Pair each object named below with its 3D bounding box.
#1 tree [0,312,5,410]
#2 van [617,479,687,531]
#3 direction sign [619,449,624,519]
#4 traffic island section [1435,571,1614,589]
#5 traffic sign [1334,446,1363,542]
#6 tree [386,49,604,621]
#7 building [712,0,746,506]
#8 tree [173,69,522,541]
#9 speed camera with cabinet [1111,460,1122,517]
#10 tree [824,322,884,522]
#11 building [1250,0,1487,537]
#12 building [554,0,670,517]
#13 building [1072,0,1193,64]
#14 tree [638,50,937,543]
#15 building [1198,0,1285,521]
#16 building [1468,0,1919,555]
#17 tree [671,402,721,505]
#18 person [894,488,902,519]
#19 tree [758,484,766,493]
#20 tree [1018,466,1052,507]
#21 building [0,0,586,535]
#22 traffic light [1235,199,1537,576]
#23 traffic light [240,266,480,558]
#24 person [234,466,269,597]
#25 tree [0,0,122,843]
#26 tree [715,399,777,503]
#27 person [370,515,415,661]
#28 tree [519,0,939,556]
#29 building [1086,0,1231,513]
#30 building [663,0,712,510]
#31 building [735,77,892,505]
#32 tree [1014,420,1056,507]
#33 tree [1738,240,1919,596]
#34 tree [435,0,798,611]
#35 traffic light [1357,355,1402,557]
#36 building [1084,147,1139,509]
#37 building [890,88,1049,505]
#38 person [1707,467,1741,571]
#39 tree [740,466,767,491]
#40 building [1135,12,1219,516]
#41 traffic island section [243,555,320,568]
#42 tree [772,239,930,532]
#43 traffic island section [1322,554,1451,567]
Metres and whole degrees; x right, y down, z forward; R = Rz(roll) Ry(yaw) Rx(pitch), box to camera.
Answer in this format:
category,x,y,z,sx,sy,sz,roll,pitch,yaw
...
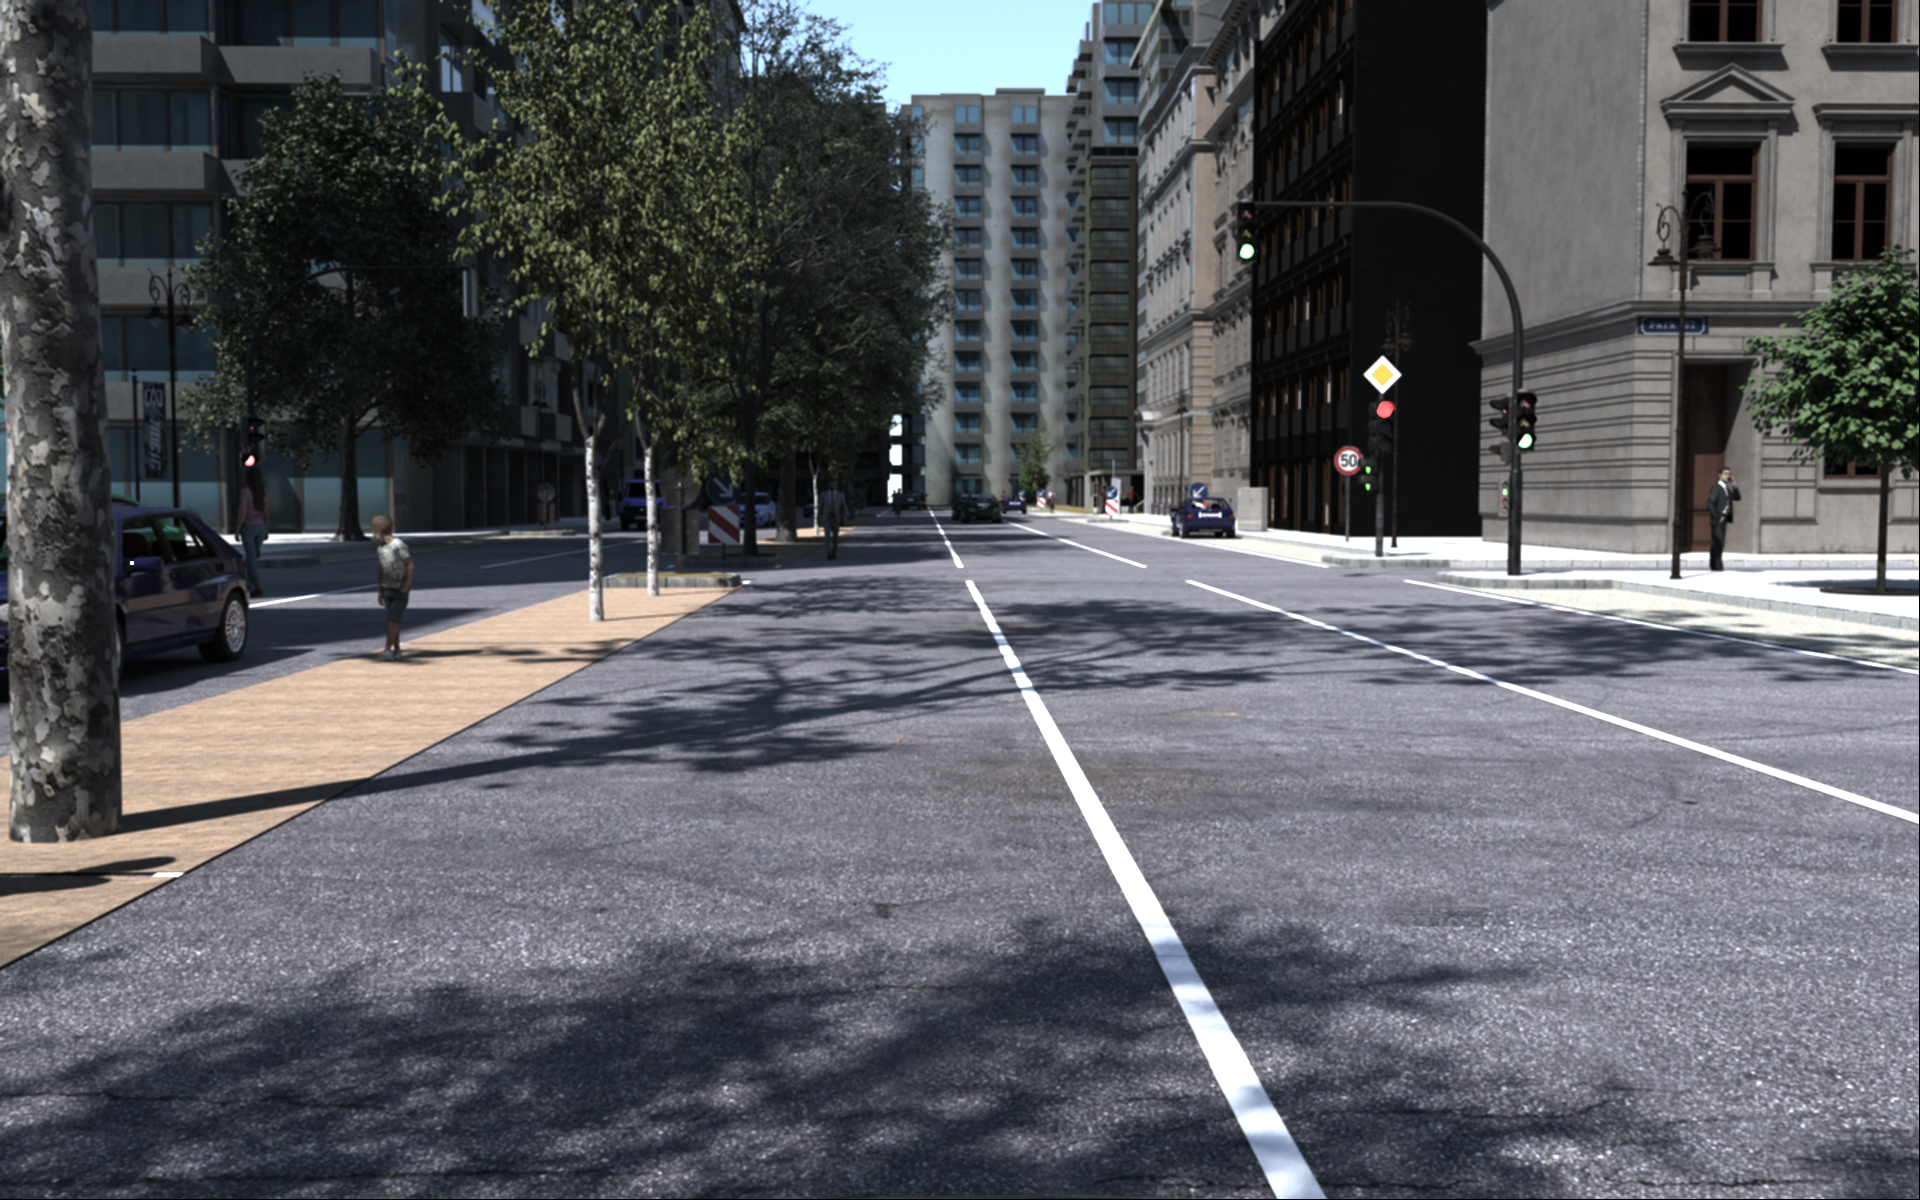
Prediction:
category,x,y,z,sx,sy,sz,roll,pitch,yaw
tree,-27.494,-5.988,48.273,4.737,8.622,4.395,0,3,0
van,-12.319,-3.988,69.587,2.240,2.365,5.245,0,3,0
direction sign,-17.095,-5.845,87.559,0.379,3.537,0.876,-2,4,-25
traffic island section,8.736,-0.306,27.289,2.009,0.180,2.903,0,4,-1
traffic sign,10.326,-2.813,46.106,0.768,2.556,0.104,0,4,0
tree,-4.031,-4.044,18.935,4.737,8.622,4.395,0,3,0
building,-35.602,-35.442,168.708,27.495,52.752,28.713,0,4,-1
tree,-16.571,-7.952,47.016,9.611,12.733,9.660,0,3,0
speed camera with cabinet,8.966,-6.427,99.421,0.660,3.252,2.038,1,4,9
tree,-4.854,-6.475,58.681,4.737,8.622,4.395,0,3,0
building,17.578,-14.021,58.928,12.332,23.373,15.834,0,4,-1
building,-27.665,-26.456,116.154,14.154,41.232,14.086,0,4,-1
building,21.961,-33.597,168.925,23.786,49.044,30.456,0,4,-1
tree,-5.112,-8.646,50.480,9.857,13.997,8.962,0,3,0
building,19.420,-17.803,78.474,14.401,28.519,23.554,0,4,-1
building,23.903,-12.543,41.242,21.152,22.565,11.583,0,4,-1
tree,-18.189,-10.389,120.230,4.360,8.622,3.978,0,3,0
person,-3.509,-5.466,98.207,0.601,1.785,0.444,-3,4,-38
tree,-20.028,-10.837,171.782,1.663,3.219,1.824,0,3,0
tree,7.936,-12.447,187.224,4.285,4.588,4.351,0,3,0
building,-28.059,-27.353,66.832,23.786,49.044,30.456,0,4,-1
traffic light,6.606,-3.200,26.987,4.771,5.953,1.251,0,4,-1
traffic light,-12.048,-3.673,34.720,4.771,5.953,1.251,0,4,-1
person,-9.835,-0.954,24.103,0.388,1.821,0.555,1,4,16
tree,-4.978,-9.121,7.478,12.611,20.169,13.585,0,3,0
tree,-19.397,-14.255,151.189,7.486,12.596,7.792,0,3,0
person,-4.883,-0.106,14.916,0.352,1.250,0.332,-2,4,-24
tree,-4.814,-7.747,39.485,12.009,13.543,11.850,0,3,0
building,26.086,-26.638,127.404,32.217,40.220,23.993,0,4,-1
building,-31.083,-31.244,134.545,21.300,48.544,21.600,0,4,-1
building,-19.036,-35.572,205.302,21.600,48.544,21.300,0,4,-1
tree,7.453,-13.515,171.340,4.737,8.622,4.395,0,3,0
tree,11.998,-2.358,22.264,4.285,4.588,4.351,0,3,0
tree,-4.252,-4.339,23.759,4.737,8.622,4.395,0,3,0
traffic light,8.517,-2.828,35.158,0.839,4.253,0.868,0,4,-1
building,17.429,-22.963,147.146,14.160,30.474,14.107,0,4,-1
building,6.959,-35.928,207.031,30.456,49.044,23.786,0,4,-1
person,13.187,-1.347,29.892,0.474,1.900,0.648,2,4,35
tree,-19.759,-10.929,162.401,4.285,4.588,4.351,0,3,0
building,18.179,-19.238,100.442,13.634,28.700,20.117,0,4,-1
traffic island section,-14.178,-0.764,34.772,2.009,0.180,2.903,0,4,-1
tree,-4.726,-8.430,66.036,9.928,11.665,9.643,0,3,0
traffic island section,8.558,-0.795,35.273,2.009,0.180,2.903,0,4,-1
